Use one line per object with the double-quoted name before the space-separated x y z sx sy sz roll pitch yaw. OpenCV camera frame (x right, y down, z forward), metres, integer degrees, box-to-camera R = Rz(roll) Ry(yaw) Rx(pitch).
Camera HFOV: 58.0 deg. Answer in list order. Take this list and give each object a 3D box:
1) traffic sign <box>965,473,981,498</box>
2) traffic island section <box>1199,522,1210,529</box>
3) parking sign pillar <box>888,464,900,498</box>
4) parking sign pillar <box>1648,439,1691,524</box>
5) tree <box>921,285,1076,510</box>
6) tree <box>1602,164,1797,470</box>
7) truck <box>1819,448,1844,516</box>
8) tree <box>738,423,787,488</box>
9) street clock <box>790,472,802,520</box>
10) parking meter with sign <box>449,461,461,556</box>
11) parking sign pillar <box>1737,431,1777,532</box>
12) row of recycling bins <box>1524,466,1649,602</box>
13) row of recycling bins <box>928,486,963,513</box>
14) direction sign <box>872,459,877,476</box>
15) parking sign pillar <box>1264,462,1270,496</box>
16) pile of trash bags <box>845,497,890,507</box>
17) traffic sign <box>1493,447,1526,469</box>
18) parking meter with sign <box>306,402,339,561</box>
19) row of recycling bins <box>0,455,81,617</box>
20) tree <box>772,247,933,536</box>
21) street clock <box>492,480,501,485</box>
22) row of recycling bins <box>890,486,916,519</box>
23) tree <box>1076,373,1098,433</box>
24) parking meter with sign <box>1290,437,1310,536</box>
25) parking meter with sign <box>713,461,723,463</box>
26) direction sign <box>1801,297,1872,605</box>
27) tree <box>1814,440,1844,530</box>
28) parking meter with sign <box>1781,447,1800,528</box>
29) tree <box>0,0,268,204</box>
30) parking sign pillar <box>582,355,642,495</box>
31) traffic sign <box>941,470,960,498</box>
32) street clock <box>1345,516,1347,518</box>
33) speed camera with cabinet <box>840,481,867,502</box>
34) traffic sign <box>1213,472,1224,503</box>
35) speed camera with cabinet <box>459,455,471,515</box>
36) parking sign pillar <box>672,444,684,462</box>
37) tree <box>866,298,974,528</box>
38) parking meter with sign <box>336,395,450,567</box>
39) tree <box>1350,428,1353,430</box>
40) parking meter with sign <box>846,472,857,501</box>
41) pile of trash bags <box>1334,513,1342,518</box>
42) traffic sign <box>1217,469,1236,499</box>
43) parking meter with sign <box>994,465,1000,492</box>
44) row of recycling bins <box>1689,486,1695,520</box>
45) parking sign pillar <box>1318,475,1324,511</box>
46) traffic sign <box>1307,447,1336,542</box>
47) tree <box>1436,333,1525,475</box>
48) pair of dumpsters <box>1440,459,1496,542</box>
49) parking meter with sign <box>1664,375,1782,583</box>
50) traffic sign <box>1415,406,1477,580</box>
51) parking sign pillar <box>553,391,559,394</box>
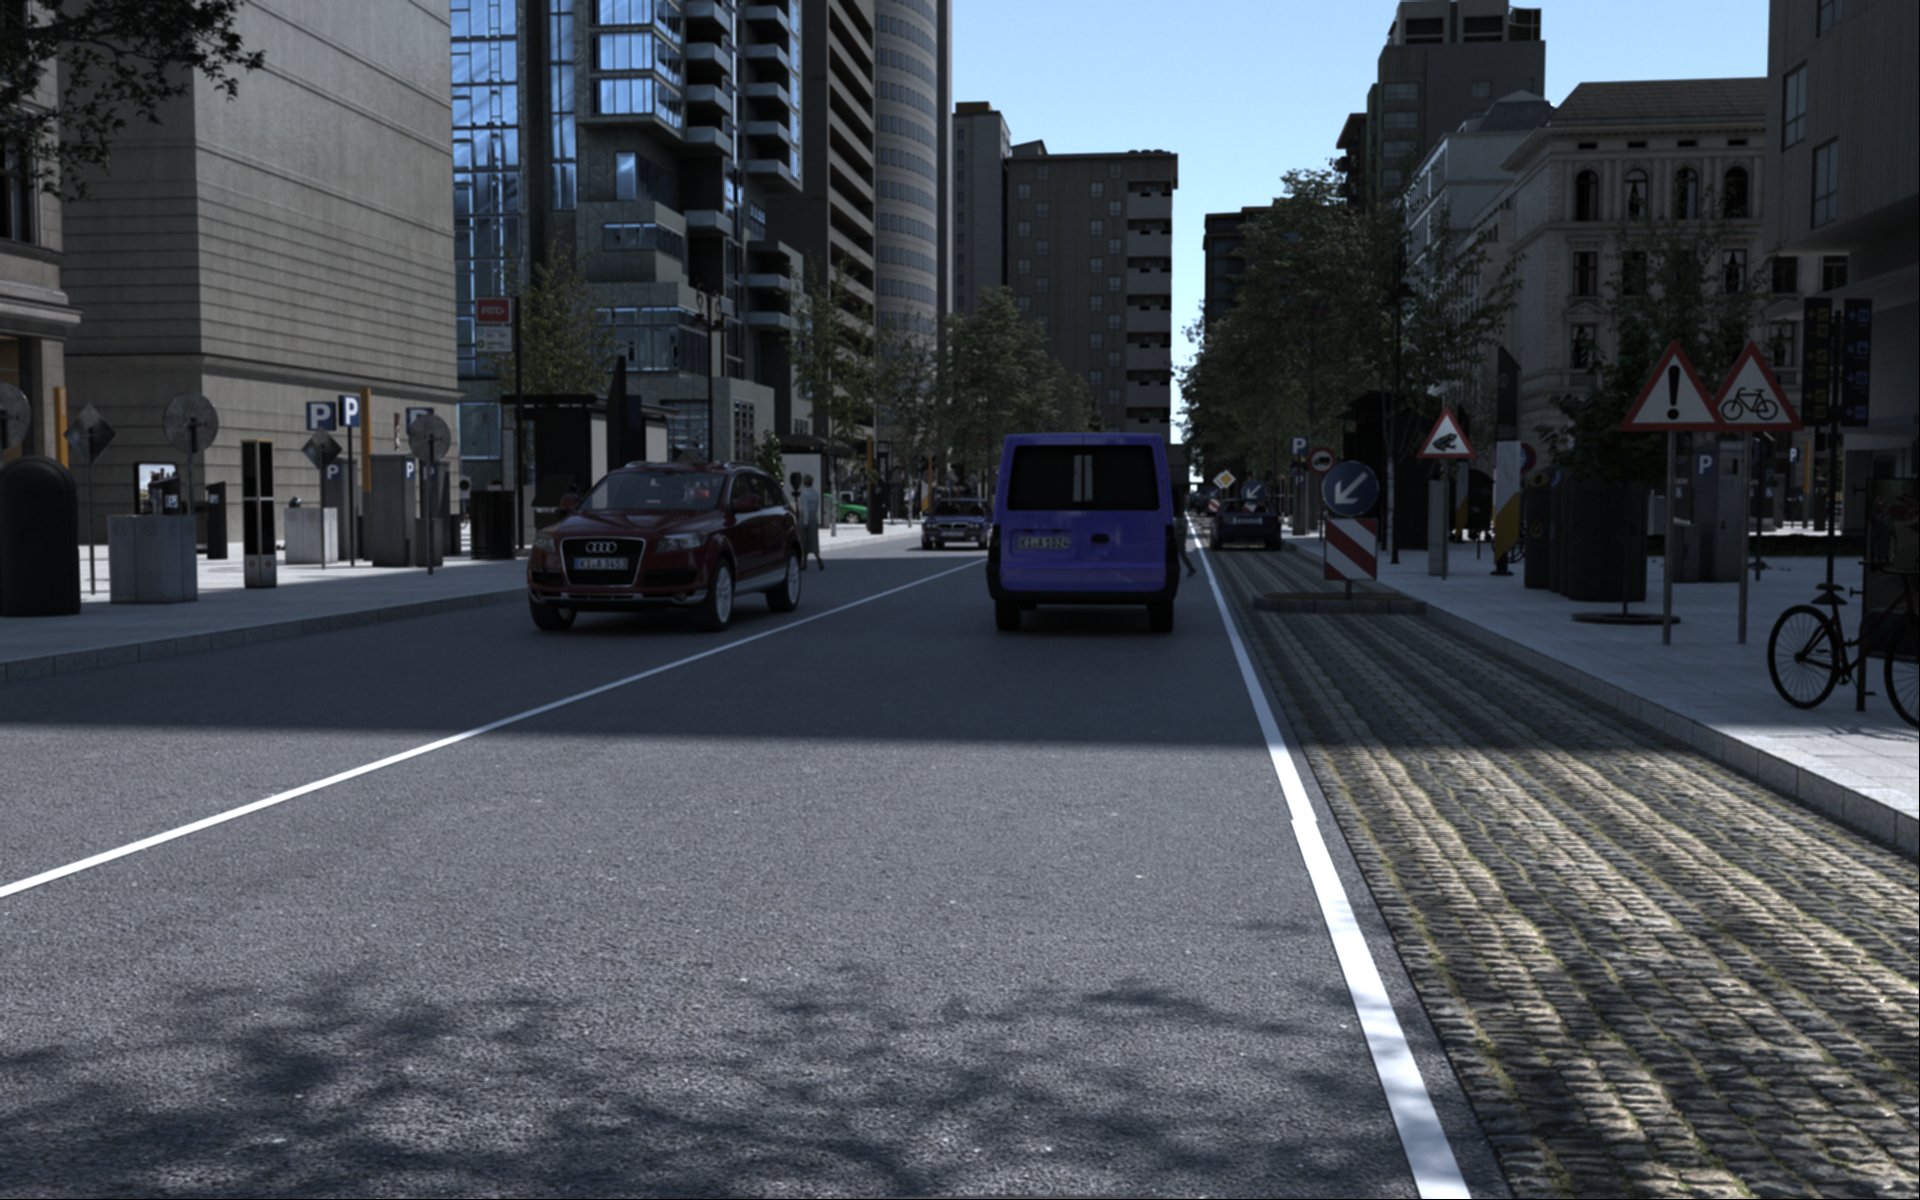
"traffic sign" 0.601 -4.671 80.006 0.795 2.450 0.064 0 4 7
"traffic island section" 11.877 -3.447 78.640 2.009 0.180 2.903 0 4 7
"parking sign pillar" -6.055 -10.229 155.708 1.447 3.967 1.447 1 4 18
"parking sign pillar" 24.737 -4.453 61.281 1.447 3.967 1.447 -1 4 -18
"tree" 1.657 -10.756 93.990 7.486 12.596 7.792 0 3 0
"tree" 16.603 -5.467 39.754 4.737 8.622 4.395 0 3 0
"truck" 39.923 -4.620 71.468 9.791 3.379 3.469 0 4 5
"tree" -5.172 -3.222 47.278 1.663 3.219 1.824 0 3 0
"street clock" -5.438 -3.235 57.459 0.358 2.002 0.471 1 4 19
"parking meter with sign" -10.828 -2.418 35.800 0.543 3.016 1.738 0 4 4
"parking sign pillar" 27.192 -4.329 59.244 1.447 3.967 1.447 -1 4 -21
"row of recycling bins" 8.012 -0.921 22.177 1.069 1.692 3.534 0 4 8
"row of recycling bins" -0.635 -4.846 86.342 1.069 1.692 3.534 2 4 24
"direction sign" -5.286 -7.274 110.933 0.876 3.537 0.379 0 4 -6
"parking sign pillar" 20.272 -7.717 114.643 1.447 3.967 1.447 1 4 12
"pile of trash bags" -5.852 -6.005 107.939 3.447 1.369 1.912 3 5 43
"traffic sign" 13.417 -2.585 42.368 0.768 2.556 0.104 1 4 12
"parking meter with sign" -11.991 -2.284 33.606 0.543 3.016 1.738 0 4 5
"row of recycling bins" -11.127 -0.700 18.558 3.534 1.692 1.069 1 4 9
"tree" -3.632 -6.220 52.063 4.737 8.622 4.395 0 3 0
"street clock" -23.719 -5.148 88.733 0.471 2.002 0.358 -2 4 -34
"row of recycling bins" -3.016 -5.212 92.326 1.069 1.692 3.534 -1 4 -13
"tree" 7.344 -13.841 144.424 7.486 12.596 7.792 0 3 0
"parking meter with sign" 10.576 -3.510 53.644 0.543 3.016 1.738 1 4 17
"parking meter with sign" -12.912 -5.692 89.318 0.543 3.016 1.738 2 4 25
"direction sign" 10.148 -1.720 20.114 0.876 3.537 0.379 -1 4 -12
"tree" 31.647 -4.159 62.599 1.663 3.219 1.824 0 3 0
"parking meter with sign" 30.434 -4.198 64.903 1.738 3.016 0.543 0 4 -3
"tree" -8.567 -4.744 11.982 8.767 10.594 7.601 -1 4 -16
"parking sign pillar" -6.684 -2.809 34.395 1.447 3.967 1.447 -1 4 -22
"traffic sign" -0.402 -4.186 72.084 0.795 2.450 0.064 0 4 7
"street clock" 9.142 -2.212 40.744 0.358 2.002 0.471 1 4 15
"speed camera with cabinet" -7.314 -7.598 118.562 2.038 3.252 0.660 -1 4 -16
"traffic sign" 11.853 -4.583 78.566 0.795 2.450 0.064 0 4 7
"speed camera with cabinet" -25.804 -5.697 87.487 2.038 3.252 0.660 -3 4 -38
"parking sign pillar" -14.928 -6.450 93.937 1.447 3.967 1.447 -1 4 -16
"tree" -1.691 -7.087 66.242 4.360 8.622 3.978 0 3 0
"parking meter with sign" -10.020 -2.101 30.610 1.738 3.016 0.543 1 4 12
"tree" 30.917 -10.774 126.515 4.360 8.622 3.978 0 3 0
"parking meter with sign" -8.283 -8.373 133.161 0.543 3.016 1.738 -2 4 -28
"pile of trash bags" 14.827 -3.228 62.529 1.912 1.369 3.447 3 4 36
"traffic sign" 10.850 -4.098 70.644 0.795 2.450 0.064 0 4 7
"parking meter with sign" 2.311 -6.610 104.331 0.543 3.016 1.738 0 4 3
"row of recycling bins" 35.681 -4.775 85.176 1.069 1.692 3.534 2 4 31
"parking sign pillar" 27.282 -8.783 132.078 1.447 3.967 1.447 0 4 2
"traffic sign" 9.749 -2.850 46.700 0.768 2.556 0.104 1 4 15
"tree" 24.116 -7.916 79.787 4.360 8.622 3.978 0 3 0
"pair of dumpsters" 13.881 -2.810 48.431 1.574 2.255 4.437 0 4 7
"parking meter with sign" 11.074 -1.772 25.240 1.738 3.016 0.543 -2 4 -25
"traffic sign" 7.217 -1.575 25.750 0.884 2.594 0.081 1 4 14
"parking sign pillar" -10.551 -3.439 44.702 1.447 3.967 1.447 -1 4 -11
